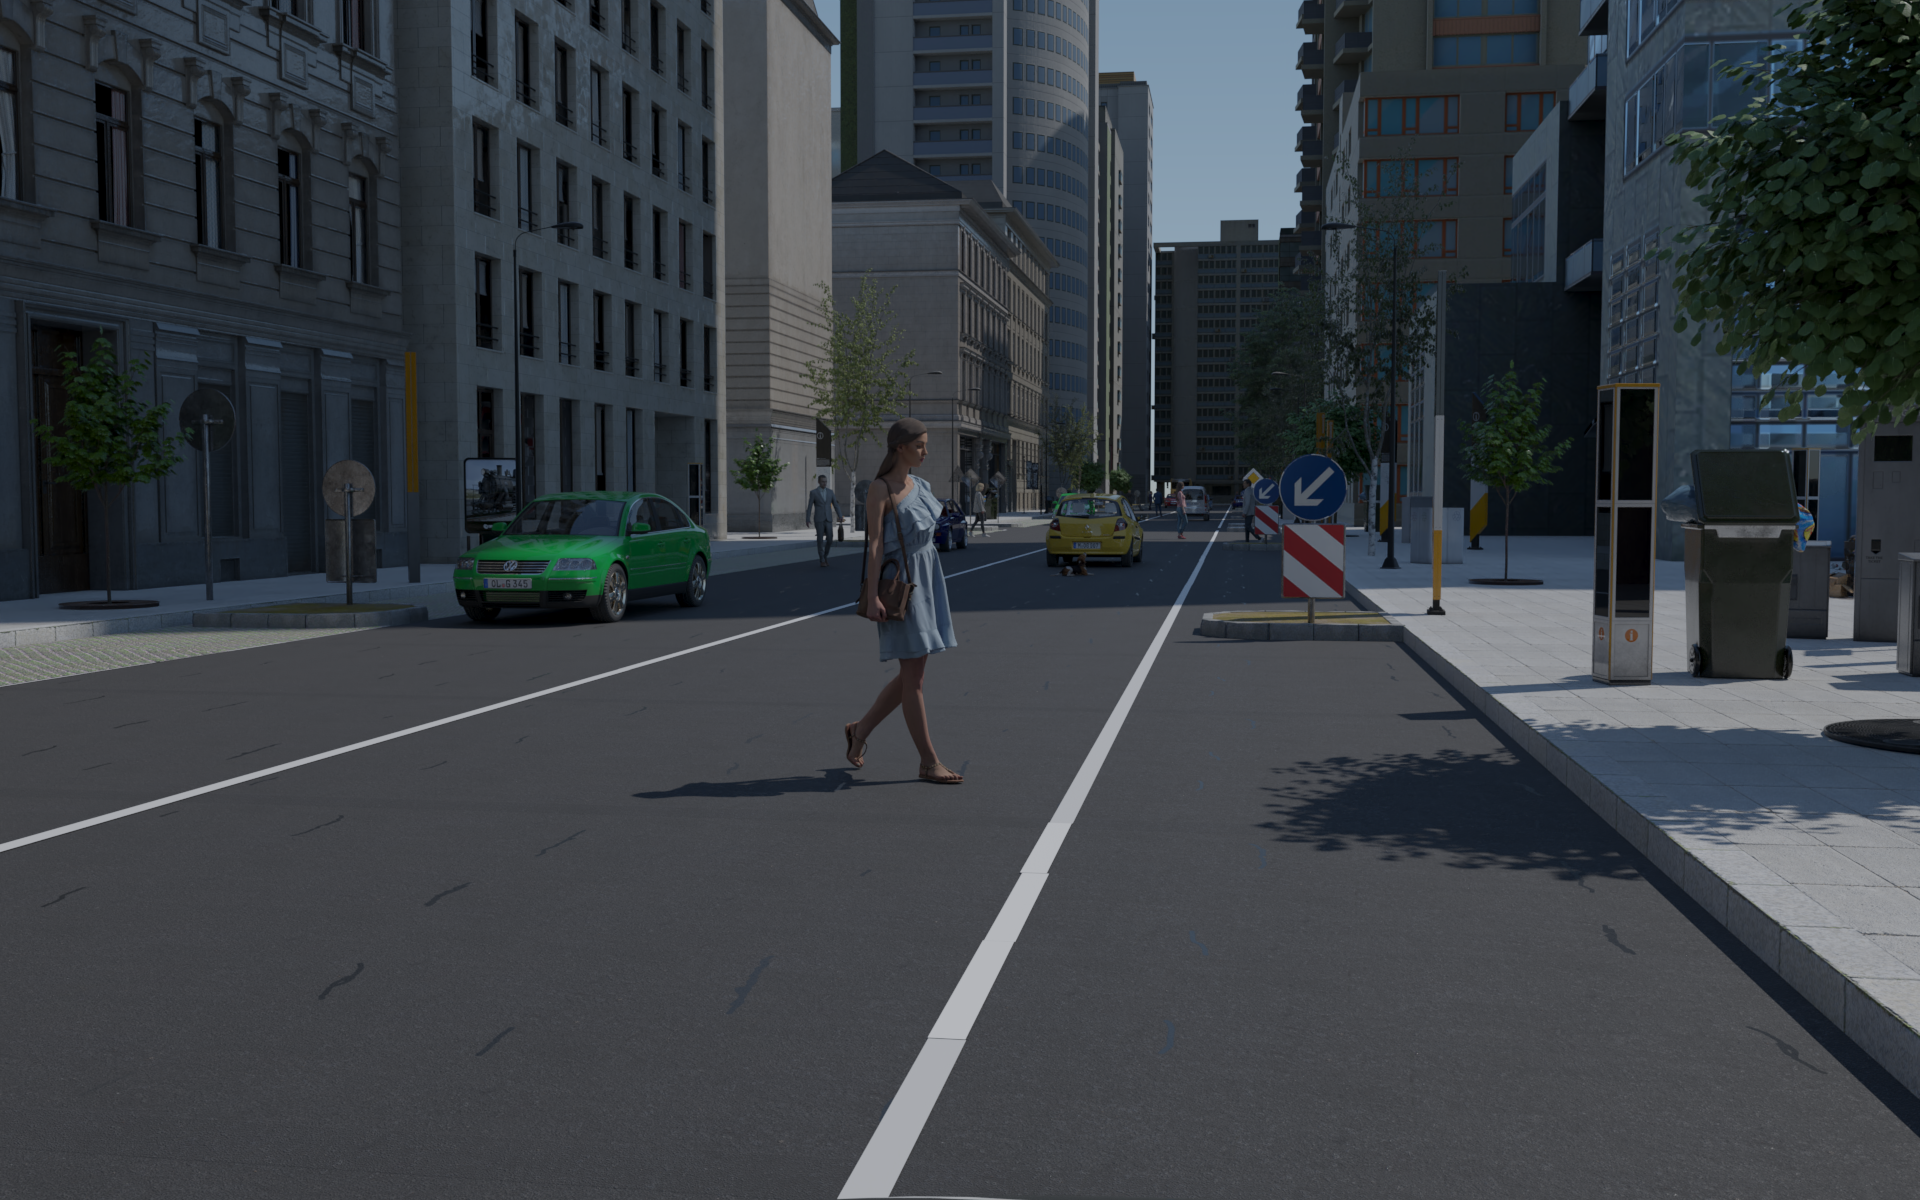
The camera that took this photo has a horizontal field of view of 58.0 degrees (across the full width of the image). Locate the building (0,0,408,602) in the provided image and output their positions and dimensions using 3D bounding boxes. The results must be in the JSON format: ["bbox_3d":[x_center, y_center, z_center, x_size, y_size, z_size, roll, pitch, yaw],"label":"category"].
[{"bbox_3d":[-15.805,-10.587,22.243,9.793,20.994,18.267,1,4,9],"label":"building"}]

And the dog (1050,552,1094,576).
[{"bbox_3d":[1.966,-0.625,30.413,0.748,0.427,0.550,1,4,12],"label":"dog"}]

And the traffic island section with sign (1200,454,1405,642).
[{"bbox_3d":[3.503,-0.567,17.897,1.989,1.847,2.006,1,4,9],"label":"traffic island section with sign"}]

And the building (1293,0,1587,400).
[{"bbox_3d":[34.953,-28.582,121.938,22.147,44.769,28.867,1,4,9],"label":"building"}]

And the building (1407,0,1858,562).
[{"bbox_3d":[25.022,-44.738,44.131,22.319,86.520,31.000,1,4,9],"label":"building"}]

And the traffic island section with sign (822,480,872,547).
[{"bbox_3d":[-2.621,-2.358,47.173,1.989,1.847,2.006,1,4,9],"label":"traffic island section with sign"}]

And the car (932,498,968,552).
[{"bbox_3d":[-0.881,-1.942,44.329,1.945,1.354,3.894,1,4,9],"label":"car"}]

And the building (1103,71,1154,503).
[{"bbox_3d":[13.084,-43.093,246.573,28.212,58.520,21.231,1,4,9],"label":"building"}]

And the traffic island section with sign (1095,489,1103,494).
[{"bbox_3d":[10.302,-7.296,127.925,1.989,1.847,2.006,1,4,9],"label":"traffic island section with sign"}]

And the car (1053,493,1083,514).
[{"bbox_3d":[5.332,-4.395,80.650,1.959,1.807,4.718,0,4,7],"label":"car"}]

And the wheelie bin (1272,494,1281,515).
[{"bbox_3d":[19.877,-6.160,108.626,0.693,1.594,0.980,1,4,22],"label":"wheelie bin"}]

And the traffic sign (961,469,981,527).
[{"bbox_3d":[0.414,-3.938,68.025,0.795,2.450,0.064,1,4,9],"label":"traffic sign"}]

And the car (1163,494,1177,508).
[{"bbox_3d":[22.102,-10.416,179.342,2.155,1.783,4.494,0,4,7],"label":"car"}]

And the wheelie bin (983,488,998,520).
[{"bbox_3d":[1.562,-4.842,87.081,0.693,1.594,0.980,3,4,37],"label":"wheelie bin"}]

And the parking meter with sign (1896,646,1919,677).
[{"bbox_3d":[7.532,-0.962,11.996,1.738,3.016,0.543,1,4,13],"label":"parking meter with sign"}]

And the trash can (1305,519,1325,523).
[{"bbox_3d":[11.279,-2.652,55.018,0.748,1.137,0.748,0,3,0],"label":"trash can"}]

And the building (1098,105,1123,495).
[{"bbox_3d":[8.900,-36.139,214.579,21.600,48.544,21.300,1,4,9],"label":"building"}]

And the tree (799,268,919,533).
[{"bbox_3d":[-3.495,-6.547,57.413,4.737,8.622,4.395,0,3,0],"label":"tree"}]

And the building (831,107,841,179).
[{"bbox_3d":[-16.911,-36.598,217.982,30.456,49.044,23.786,1,4,9],"label":"building"}]

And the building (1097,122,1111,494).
[{"bbox_3d":[8.613,-30.741,186.213,14.154,41.232,14.086,1,4,9],"label":"building"}]

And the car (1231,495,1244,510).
[{"bbox_3d":[25.847,-8.959,159.055,1.945,1.354,3.894,0,4,7],"label":"car"}]

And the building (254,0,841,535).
[{"bbox_3d":[-14.337,-13.095,63.260,18.267,20.994,9.793,1,4,9],"label":"building"}]

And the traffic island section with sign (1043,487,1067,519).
[{"bbox_3d":[5.918,-5.620,100.515,1.989,1.847,2.006,1,4,9],"label":"traffic island section with sign"}]

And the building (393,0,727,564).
[{"bbox_3d":[-12.943,-11.342,40.201,10.420,20.320,16.860,1,4,9],"label":"building"}]

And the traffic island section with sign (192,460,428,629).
[{"bbox_3d":[-7.080,-0.652,19.293,1.989,1.847,2.006,1,4,9],"label":"traffic island section with sign"}]

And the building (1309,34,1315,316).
[{"bbox_3d":[42.626,-44.646,168.208,20.563,71.187,20.611,1,4,9],"label":"building"}]

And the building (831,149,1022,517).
[{"bbox_3d":[-4.221,-15.163,98.821,10.553,20.767,40.483,1,4,9],"label":"building"}]

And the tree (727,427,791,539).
[{"bbox_3d":[-5.815,-3.375,49.785,1.663,3.219,1.824,0,3,0],"label":"tree"}]

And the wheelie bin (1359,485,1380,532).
[{"bbox_3d":[13.999,-3.108,58.719,0.980,1.594,0.693,0,4,1],"label":"wheelie bin"}]

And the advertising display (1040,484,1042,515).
[{"bbox_3d":[5.066,-6.296,108.149,0.123,1.923,0.974,0,4,3],"label":"advertising display"}]

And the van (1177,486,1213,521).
[{"bbox_3d":[12.663,-5.310,93.826,2.013,2.044,4.112,1,4,10],"label":"van"}]

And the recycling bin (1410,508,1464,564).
[{"bbox_3d":[8.814,-1.190,32.012,0.722,1.027,0.722,-1,4,-15],"label":"recycling bin"}]

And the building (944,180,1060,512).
[{"bbox_3d":[-1.805,-18.394,134.021,16.112,22.955,30.059,1,4,9],"label":"building"}]

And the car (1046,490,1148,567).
[{"bbox_3d":[2.803,-1.543,35.458,2.015,1.641,3.980,1,4,10],"label":"car"}]

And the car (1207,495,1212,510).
[{"bbox_3d":[22.327,-9.025,159.554,2.014,1.417,4.499,1,4,10],"label":"car"}]

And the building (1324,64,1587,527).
[{"bbox_3d":[32.818,-14.532,82.636,28.899,21.520,27.650,1,4,9],"label":"building"}]

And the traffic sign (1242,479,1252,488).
[{"bbox_3d":[12.480,-4.313,74.167,0.795,2.450,0.064,1,4,9],"label":"traffic sign"}]

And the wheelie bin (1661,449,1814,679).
[{"bbox_3d":[5.451,-0.264,12.224,0.980,1.594,0.693,1,4,11],"label":"wheelie bin"}]

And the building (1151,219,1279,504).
[{"bbox_3d":[39.779,-34.022,248.141,23.993,40.220,32.217,1,4,9],"label":"building"}]

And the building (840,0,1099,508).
[{"bbox_3d":[1.574,-38.130,165.424,21.231,58.520,28.212,1,4,9],"label":"building"}]

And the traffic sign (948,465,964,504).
[{"bbox_3d":[-0.102,-4.737,77.452,0.884,2.594,0.081,1,4,14],"label":"traffic sign"}]

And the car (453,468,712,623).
[{"bbox_3d":[-4.422,-0.735,20.815,1.959,1.807,4.718,1,4,10],"label":"car"}]

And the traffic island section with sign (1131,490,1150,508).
[{"bbox_3d":[18.120,-10.281,176.723,1.989,1.847,2.006,1,4,9],"label":"traffic island section with sign"}]

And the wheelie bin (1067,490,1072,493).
[{"bbox_3d":[7.929,-7.261,126.630,0.693,1.594,0.980,1,4,20],"label":"wheelie bin"}]

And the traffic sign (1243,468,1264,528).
[{"bbox_3d":[11.218,-3.831,66.282,0.795,2.450,0.064,1,4,9],"label":"traffic sign"}]

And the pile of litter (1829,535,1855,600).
[{"bbox_3d":[11.067,-0.477,21.764,1.176,0.858,1.719,3,5,40],"label":"pile of litter"}]

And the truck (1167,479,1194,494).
[{"bbox_3d":[28.188,-13.755,220.825,3.469,3.379,9.791,1,4,9],"label":"truck"}]

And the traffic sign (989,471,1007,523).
[{"bbox_3d":[1.676,-4.420,75.911,0.795,2.450,0.064,1,4,9],"label":"traffic sign"}]

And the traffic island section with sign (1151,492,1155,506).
[{"bbox_3d":[22.375,-11.909,203.342,1.989,1.847,2.006,1,4,9],"label":"traffic island section with sign"}]

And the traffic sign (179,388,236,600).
[{"bbox_3d":[-9.067,-1.269,20.855,0.768,2.556,0.104,1,4,12],"label":"traffic sign"}]

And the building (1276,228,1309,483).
[{"bbox_3d":[41.563,-25.477,188.243,14.160,30.474,14.107,1,4,9],"label":"building"}]

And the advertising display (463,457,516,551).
[{"bbox_3d":[-8.261,-1.554,30.625,0.974,1.923,0.123,-1,4,-17],"label":"advertising display"}]

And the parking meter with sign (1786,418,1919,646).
[{"bbox_3d":[8.164,-1.149,15.050,1.738,3.016,0.543,2,4,26],"label":"parking meter with sign"}]
